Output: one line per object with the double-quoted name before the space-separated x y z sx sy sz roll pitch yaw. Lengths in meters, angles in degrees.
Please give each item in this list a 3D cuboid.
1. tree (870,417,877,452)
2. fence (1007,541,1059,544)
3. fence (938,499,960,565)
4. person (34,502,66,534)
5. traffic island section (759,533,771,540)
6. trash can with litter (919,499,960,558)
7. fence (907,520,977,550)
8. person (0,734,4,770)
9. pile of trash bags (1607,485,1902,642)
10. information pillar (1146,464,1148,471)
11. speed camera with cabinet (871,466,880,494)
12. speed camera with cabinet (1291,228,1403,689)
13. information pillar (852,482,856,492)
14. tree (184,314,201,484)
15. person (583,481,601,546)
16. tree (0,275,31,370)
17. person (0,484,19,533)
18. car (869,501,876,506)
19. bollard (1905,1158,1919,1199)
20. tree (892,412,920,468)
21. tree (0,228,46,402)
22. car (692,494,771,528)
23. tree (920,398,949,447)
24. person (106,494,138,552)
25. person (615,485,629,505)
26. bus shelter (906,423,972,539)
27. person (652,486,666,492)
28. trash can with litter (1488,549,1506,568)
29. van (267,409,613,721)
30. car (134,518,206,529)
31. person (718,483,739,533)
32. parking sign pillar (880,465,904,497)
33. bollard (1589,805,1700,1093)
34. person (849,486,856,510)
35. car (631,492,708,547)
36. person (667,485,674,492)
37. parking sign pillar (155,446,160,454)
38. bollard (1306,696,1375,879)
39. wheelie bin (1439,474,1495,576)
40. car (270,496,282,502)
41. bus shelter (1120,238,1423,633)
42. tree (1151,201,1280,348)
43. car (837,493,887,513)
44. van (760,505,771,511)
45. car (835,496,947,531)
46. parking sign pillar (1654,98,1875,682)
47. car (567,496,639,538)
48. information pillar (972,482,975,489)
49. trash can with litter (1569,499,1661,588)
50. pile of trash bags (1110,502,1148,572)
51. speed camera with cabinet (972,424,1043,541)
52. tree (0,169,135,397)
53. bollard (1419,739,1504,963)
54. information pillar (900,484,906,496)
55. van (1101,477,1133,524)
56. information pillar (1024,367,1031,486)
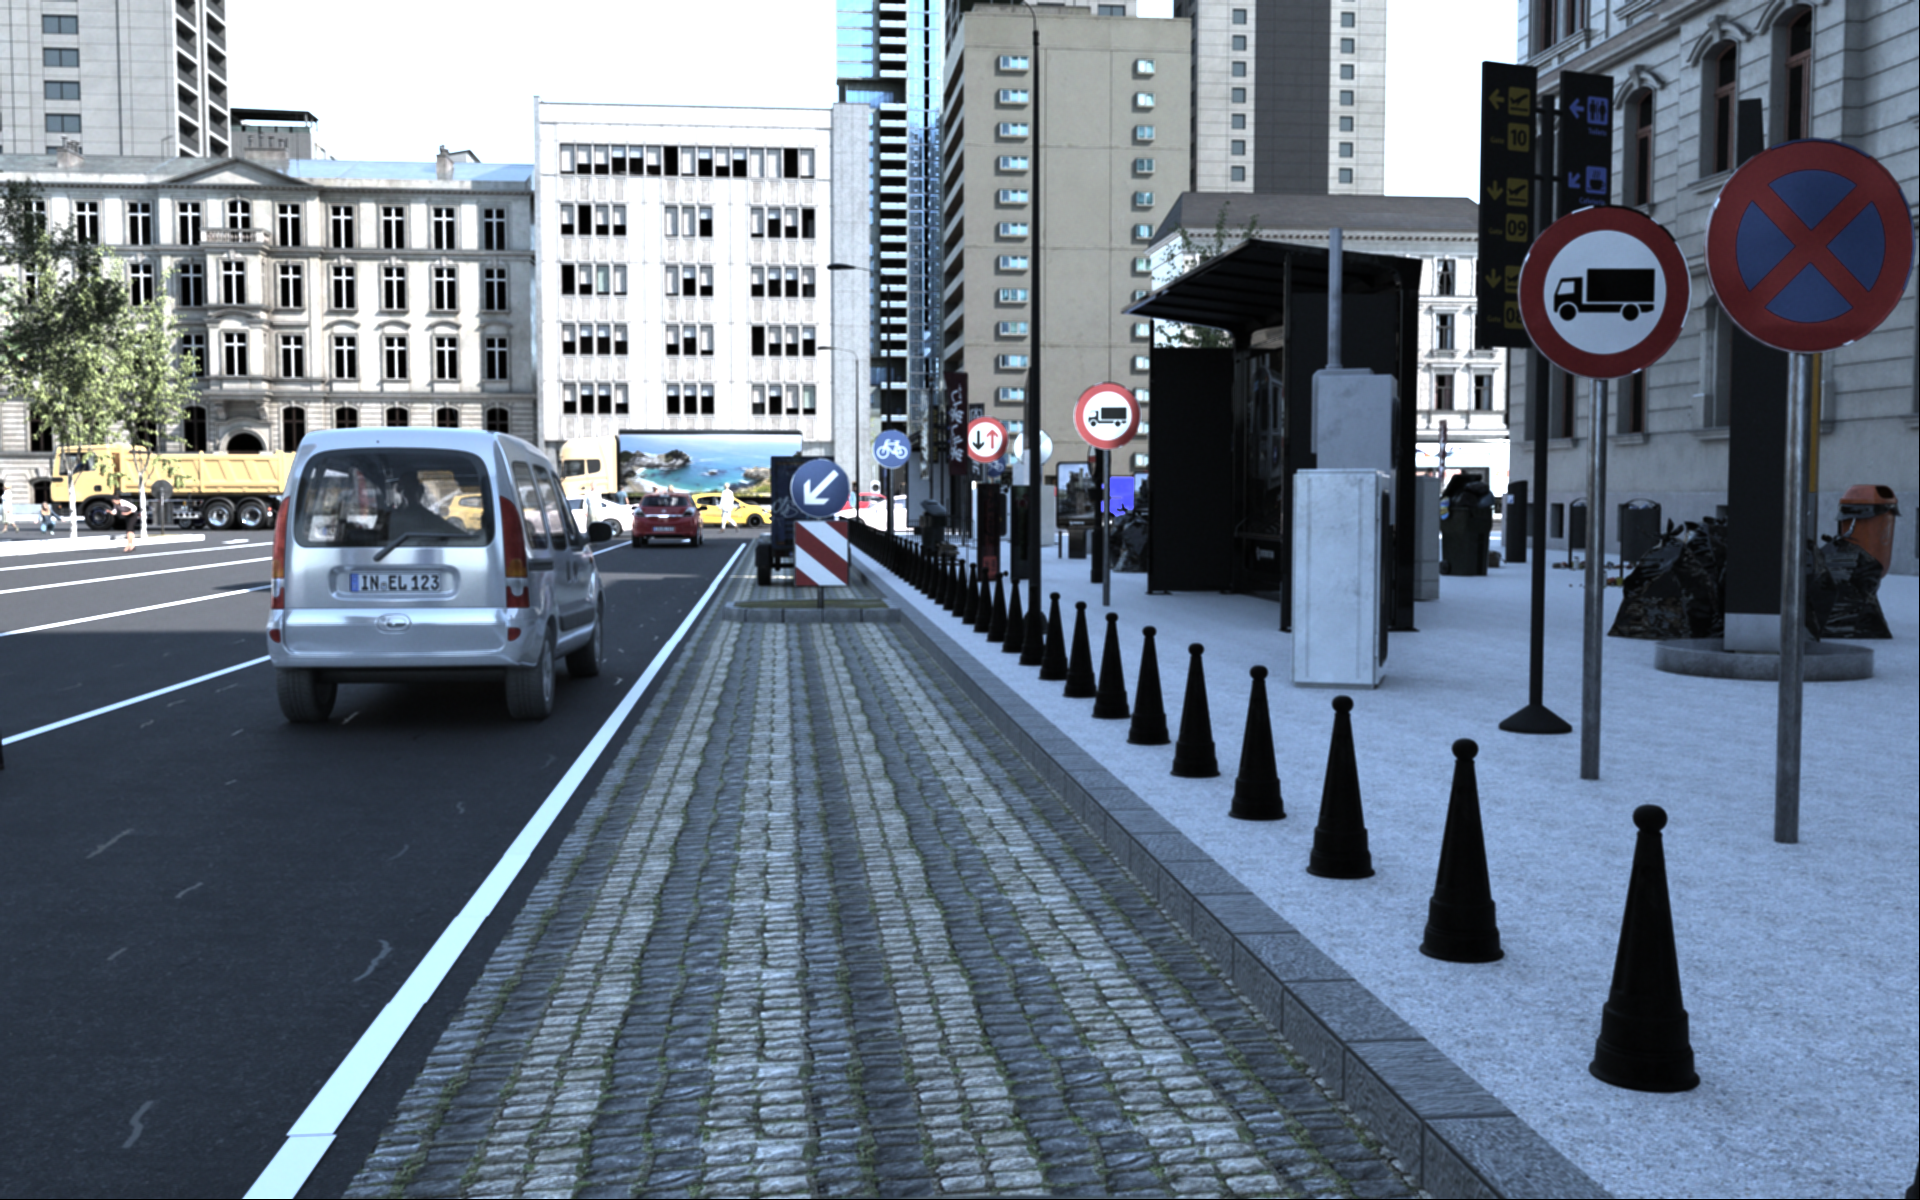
"tree" -8.557 -11.648 140.815 4.737 8.622 4.395 0 3 0
"fence" 1.895 -2.074 45.109 0.480 1.192 2.264 -1 4 -22
"fence" -0.233 -1.284 32.197 0.480 1.192 2.264 0 4 -1
"person" -32.580 -2.936 61.998 1.012 1.151 0.738 -2 4 -29
"traffic island section" -5.361 -2.007 55.088 2.009 0.180 2.903 0 4 -6
"trash can with litter" -0.370 -1.463 35.313 0.624 1.170 1.055 -2 4 -35
"fence" -0.434 -1.512 40.100 2.069 0.683 0.278 -3 5 -39
"person" -5.237 0.020 9.096 0.530 1.710 0.541 0 4 1
"pile of trash bags" 7.649 -0.379 15.955 3.447 1.369 1.912 -3 4 -37
"information pillar" 14.416 -8.702 133.630 0.183 3.616 0.504 -1 4 -10
"speed camera with cabinet" -6.641 -7.764 121.272 2.038 3.252 0.660 -2 4 -24
"speed camera with cabinet" 2.771 -1.097 12.278 0.660 3.252 2.038 1 4 17
"information pillar" -6.270 -6.052 103.437 0.304 2.012 0.304 1 4 14
"tree" -24.279 -6.015 51.162 4.737 8.622 4.395 0 3 0
"person" -10.150 -2.397 47.915 0.478 1.798 0.641 0 4 -4
"tree" -22.396 -6.792 30.517 9.611 12.733 9.660 0 3 0
"person" -35.153 -3.381 64.011 0.641 1.798 0.478 -1 4 -9
"car" -1.981 -4.290 82.506 4.827 1.381 2.083 0 4 -5
"bollard" 1.615 0.812 2.766 0.229 0.601 0.229 0 3 0
"tree" -3.759 -12.227 150.274 4.360 8.622 3.978 0 3 0
"tree" -23.905 -5.720 46.347 4.737 8.622 4.395 0 3 0
"car" -9.925 -3.882 73.702 3.980 1.641 2.015 0 4 -7
"tree" -0.633 -11.218 133.777 4.360 8.622 3.978 0 3 0
"person" -20.587 -1.891 42.608 0.628 1.438 0.799 -1 4 -15
"person" -14.233 -3.941 73.068 0.598 1.807 0.434 1 4 23
"bus shelter" -0.662 -3.550 51.972 2.014 3.302 5.546 0 4 -6
"person" -11.132 -3.359 64.219 0.742 1.727 0.445 2 4 25
"trash can with litter" 9.073 -1.168 30.481 1.055 1.170 0.624 1 4 20
"van" -3.559 -0.326 12.336 2.013 2.044 4.112 0 4 -5
"car" -33.001 -3.615 71.690 3.894 1.354 1.945 0 4 -5
"person" -8.537 -3.388 63.767 0.818 1.842 0.514 1 4 12
"parking sign pillar" -4.654 -8.276 123.782 1.447 3.967 1.447 -1 4 -19
"bollard" 1.509 0.749 3.804 0.229 0.601 0.229 0 3 0
"person" -4.470 -3.922 72.975 0.601 1.785 0.444 -3 5 -43
"car" -8.102 -2.391 48.140 2.155 1.783 4.494 0 4 -6
"person" -11.544 -3.725 69.583 0.709 1.800 0.728 1 4 10
"parking sign pillar" -44.628 -6.630 96.875 1.447 3.967 1.447 -1 4 -15
"bollard" 1.291 0.623 5.859 0.229 0.601 0.229 0 3 0
"wheelie bin" 8.004 -1.186 27.297 0.980 1.594 0.693 -2 4 -31
"car" -30.360 -4.030 77.892 4.499 1.417 2.014 0 4 -4
"bus shelter" 3.198 -1.702 19.116 1.731 3.624 6.357 0 4 -6
"tree" 6.711 -5.767 44.650 4.737 8.622 4.395 0 3 0
"car" -4.224 -4.789 87.339 4.494 1.783 2.155 0 4 -7
"van" -10.297 -4.608 82.352 4.112 2.044 2.013 0 4 -7
"car" -2.308 -3.002 61.448 4.827 1.381 2.083 0 4 -7
"parking sign pillar" 5.807 -1.465 12.431 1.447 3.967 1.447 2 4 28
"car" -12.927 -2.769 57.631 4.827 1.381 2.083 0 4 -8
"information pillar" 0.774 -6.752 101.748 0.183 3.616 0.504 1 4 18
"trash can with litter" 9.669 -0.773 23.699 2.233 1.210 1.678 3 5 40
"pile of trash bags" 3.412 -1.154 28.620 1.912 1.369 3.447 0 4 -2
"speed camera with cabinet" 1.326 -3.289 48.113 2.038 3.252 0.660 -2 4 -34
"tree" -23.212 -6.312 40.068 8.767 10.594 7.601 0 4 -6
"bollard" 1.403 0.686 4.828 0.229 0.601 0.229 0 3 0
"information pillar" -3.962 -7.099 120.563 0.304 2.012 0.304 3 5 44
"van" 6.742 -3.588 63.048 5.245 2.365 2.240 0 4 -7
"information pillar" 1.276 -2.498 32.197 0.183 3.616 0.504 -1 4 -10
